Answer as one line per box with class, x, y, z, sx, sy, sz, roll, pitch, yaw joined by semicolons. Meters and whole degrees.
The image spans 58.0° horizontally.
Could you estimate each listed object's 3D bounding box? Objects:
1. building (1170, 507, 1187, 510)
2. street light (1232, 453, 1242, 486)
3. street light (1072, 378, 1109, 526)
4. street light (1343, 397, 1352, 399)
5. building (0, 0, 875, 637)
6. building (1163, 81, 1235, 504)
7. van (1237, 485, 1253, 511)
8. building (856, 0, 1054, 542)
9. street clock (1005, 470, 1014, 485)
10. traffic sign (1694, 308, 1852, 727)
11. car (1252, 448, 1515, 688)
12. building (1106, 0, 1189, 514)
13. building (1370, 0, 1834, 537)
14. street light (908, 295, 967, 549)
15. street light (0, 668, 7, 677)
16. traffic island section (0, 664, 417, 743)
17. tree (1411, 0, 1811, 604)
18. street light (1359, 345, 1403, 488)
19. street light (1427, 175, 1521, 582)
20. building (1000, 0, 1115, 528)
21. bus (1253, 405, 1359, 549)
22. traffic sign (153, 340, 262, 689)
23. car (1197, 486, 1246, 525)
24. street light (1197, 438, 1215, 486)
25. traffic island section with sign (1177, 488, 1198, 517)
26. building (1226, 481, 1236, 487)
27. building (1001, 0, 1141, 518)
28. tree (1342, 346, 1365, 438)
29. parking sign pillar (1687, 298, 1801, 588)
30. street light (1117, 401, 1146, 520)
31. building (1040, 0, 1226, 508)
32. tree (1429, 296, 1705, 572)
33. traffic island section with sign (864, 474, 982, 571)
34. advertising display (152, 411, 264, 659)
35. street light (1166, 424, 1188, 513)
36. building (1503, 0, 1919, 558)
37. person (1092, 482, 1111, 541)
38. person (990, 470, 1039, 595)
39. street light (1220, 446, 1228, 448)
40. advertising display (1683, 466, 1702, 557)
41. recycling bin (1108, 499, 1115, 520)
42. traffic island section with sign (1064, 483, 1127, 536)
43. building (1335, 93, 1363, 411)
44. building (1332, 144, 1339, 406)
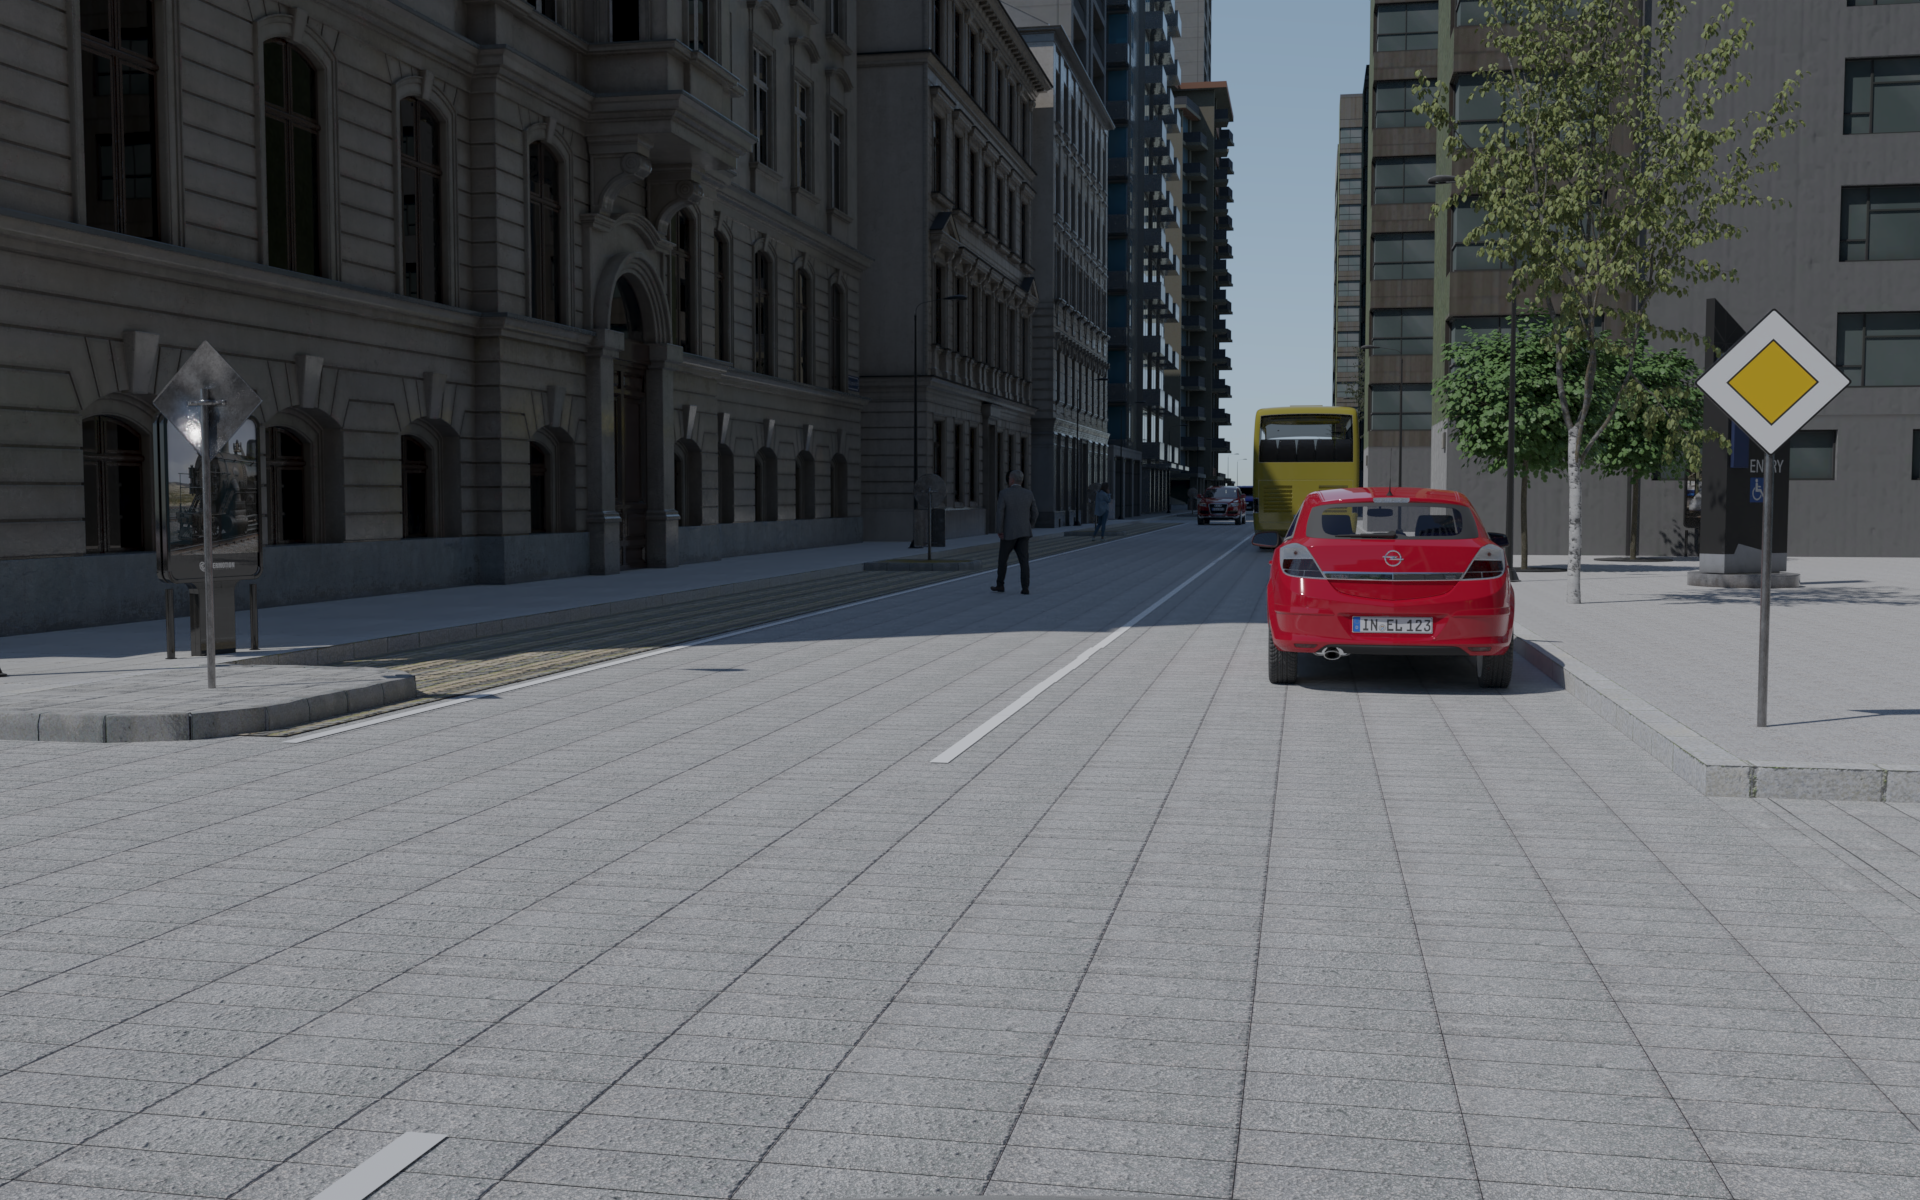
building;4.937;-28.046;150.431;32.217;40.220;23.993;1;4;11
street light;31.238;-13.811;198.351;1.470;5.913;1.316;1;4;11
street light;5.242;-5.925;69.414;1.470;5.913;1.316;1;4;11
street light;18.996;-6.745;82.827;1.470;5.913;1.316;1;4;11
building;-10.936;-12.854;29.248;14.460;24.649;34.723;1;4;11
building;17.329;-32.309;182.879;22.147;44.769;28.867;1;4;11
van;19.922;-7.028;119.291;2.240;2.365;5.245;1;4;12
building;-3.621;-11.695;55.833;10.561;19.102;19.286;1;4;11
street clock;1.624;-2.927;52.419;0.471;2.002;0.358;3;5;42
traffic sign;4.415;-0.357;9.481;0.795;2.450;0.064;1;4;11
car;3.497;-0.327;14.385;2.155;1.783;4.494;1;4;11
building;3.820;-30.757;122.487;23.786;49.044;30.456;1;4;11
building;22.069;-17.833;63.271;14.160;30.474;14.107;1;4;11
street light;-0.516;-4.166;40.653;1.470;5.913;1.316;1;4;11
street light;-6.345;-2.404;11.848;1.470;5.913;1.316;1;4;11
traffic island section;-4.963;0.663;11.442;2.009;0.180;2.903;1;4;11
tree;7.155;-4.246;19.786;4.737;8.622;4.395;0;3;0
street light;13.202;-4.987;54.074;1.470;5.913;1.316;1;4;11
street light;7.506;-3.227;25.300;1.470;5.913;1.316;1;4;11
building;0.710;-13.754;74.023;9.793;20.994;18.267;1;4;11
bus;9.535;-3.444;47.864;2.896;3.916;12.252;1;4;11
traffic sign;-4.938;-0.473;11.375;0.795;2.450;0.064;1;4;11
car;12.388;-4.471;81.773;2.281;1.827;5.304;1;4;13
street light;20.403;-10.537;144.824;1.470;5.913;1.316;1;4;11
traffic island section with sign;14.765;-6.172;109.547;1.989;1.847;2.006;1;4;11
building;20.617;-33.060;232.416;32.217;40.220;23.993;1;4;11
building;-0.331;-40.245;96.265;20.563;71.187;20.611;1;4;11
tree;19.760;-7.875;79.119;4.360;8.622;3.978;0;3;0
parking sign pillar;10.955;-2.180;24.116;1.447;3.967;1.447;-2;4;-28
street light;8.596;-6.977;86.608;1.470;5.913;1.316;1;4;11
building;21.510;-46.998;206.665;20.563;71.187;20.611;1;4;11
tree;9.542;-2.766;28.946;4.285;4.588;4.351;0;3;0
traffic island section with sign;-0.632;-1.485;32.914;1.989;1.847;2.006;1;4;11
advertising display;-5.971;-0.525;13.801;0.123;1.923;0.974;1;4;23
street light;14.463;-8.734;115.346;1.470;5.913;1.316;1;4;11
building;18.510;-16.477;41.100;14.160;30.474;14.107;1;4;11
person;4.272;-2.668;52.381;0.793;1.790;0.793;2;4;29
person;0.761;-0.984;24.981;0.661;1.777;0.834;-2;4;-28
street light;25.415;-12.016;169.005;1.470;5.913;1.316;1;4;11
advertising display;15.293;-1.843;35.351;0.974;1.923;0.123;1;4;10
recycling bin;7.303;-4.485;85.886;0.722;1.027;0.722;0;4;4
traffic island section with sign;4.671;-3.102;59.345;1.989;1.847;2.006;1;4;11
building;46.107;-30.309;179.140;14.154;41.232;14.086;1;4;11
building;59.765;-36.848;226.169;21.300;48.544;21.600;1;4;11
